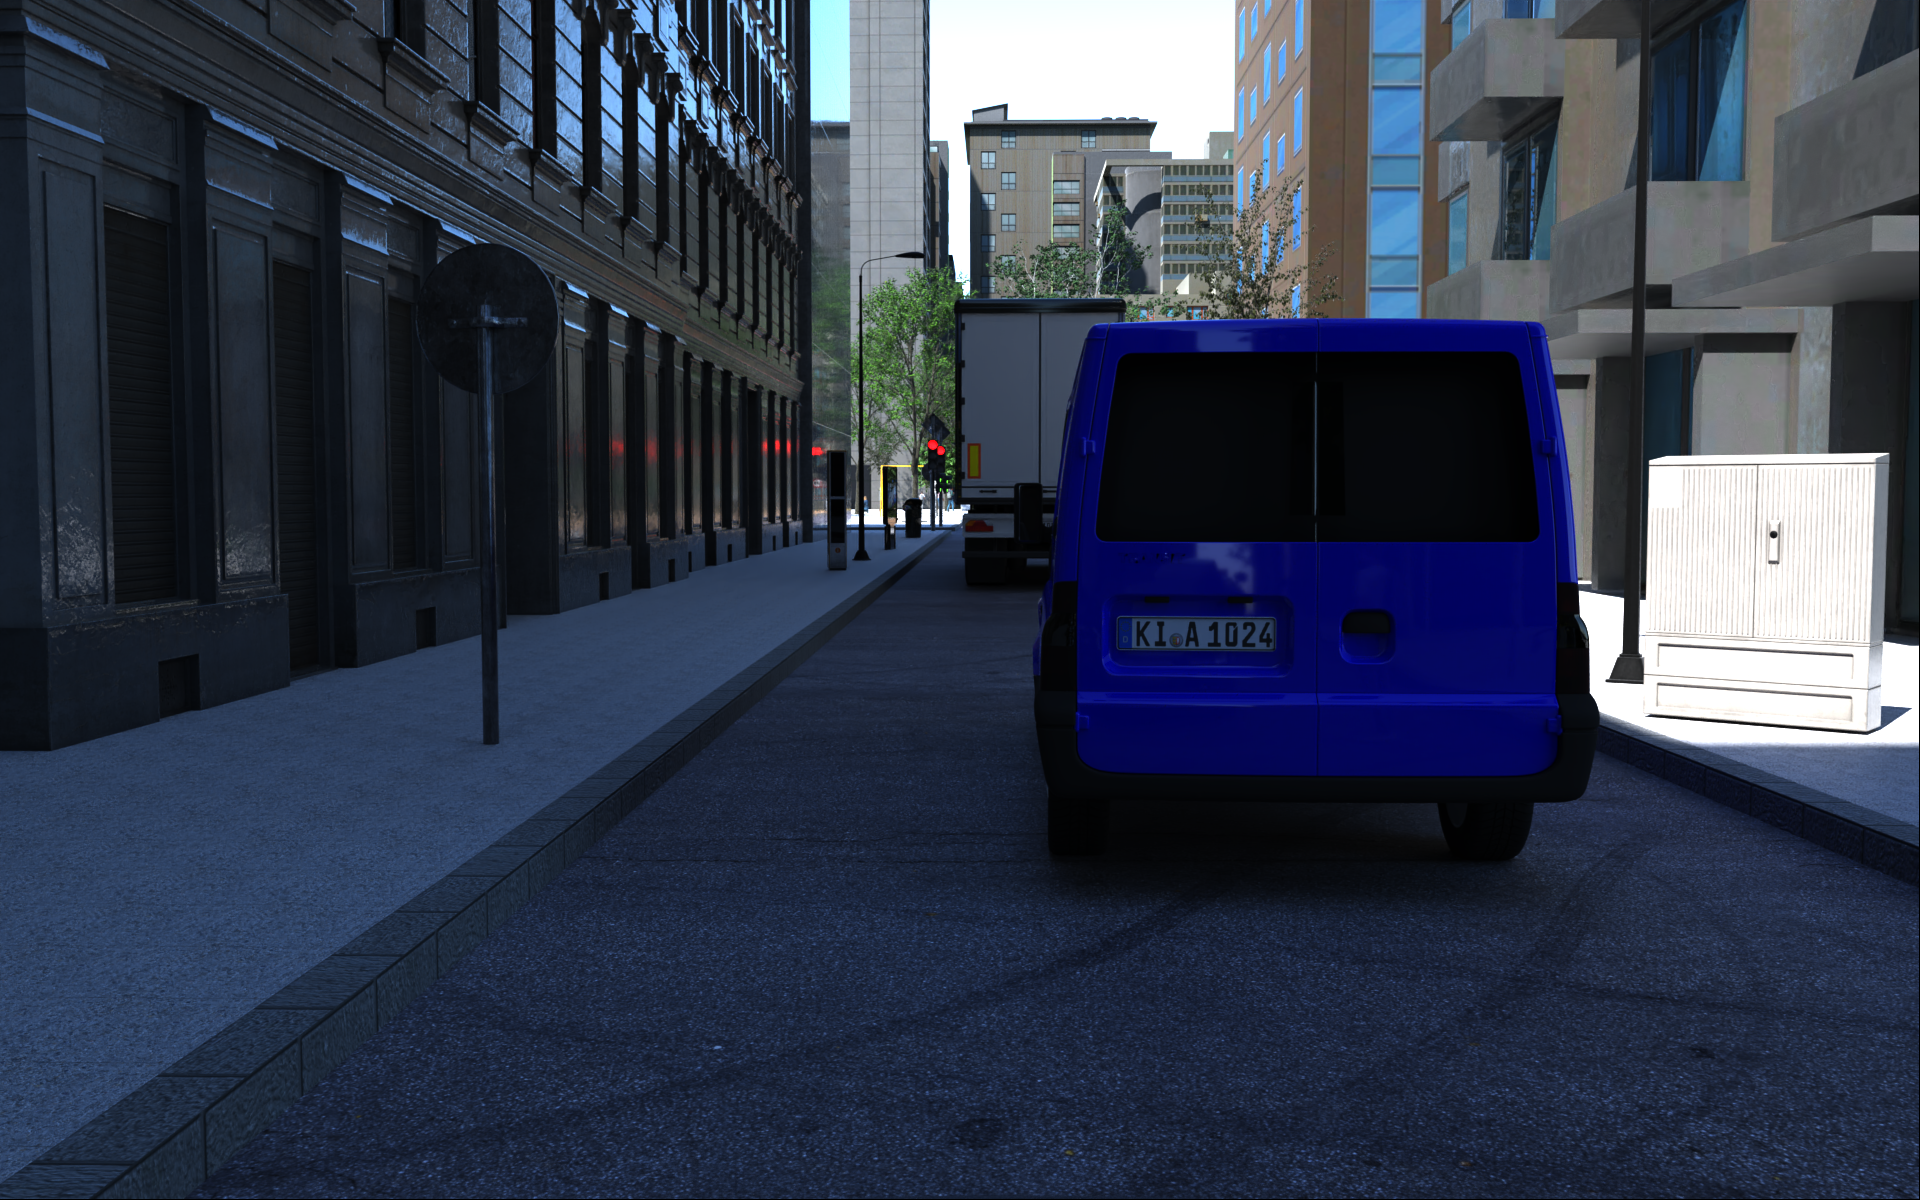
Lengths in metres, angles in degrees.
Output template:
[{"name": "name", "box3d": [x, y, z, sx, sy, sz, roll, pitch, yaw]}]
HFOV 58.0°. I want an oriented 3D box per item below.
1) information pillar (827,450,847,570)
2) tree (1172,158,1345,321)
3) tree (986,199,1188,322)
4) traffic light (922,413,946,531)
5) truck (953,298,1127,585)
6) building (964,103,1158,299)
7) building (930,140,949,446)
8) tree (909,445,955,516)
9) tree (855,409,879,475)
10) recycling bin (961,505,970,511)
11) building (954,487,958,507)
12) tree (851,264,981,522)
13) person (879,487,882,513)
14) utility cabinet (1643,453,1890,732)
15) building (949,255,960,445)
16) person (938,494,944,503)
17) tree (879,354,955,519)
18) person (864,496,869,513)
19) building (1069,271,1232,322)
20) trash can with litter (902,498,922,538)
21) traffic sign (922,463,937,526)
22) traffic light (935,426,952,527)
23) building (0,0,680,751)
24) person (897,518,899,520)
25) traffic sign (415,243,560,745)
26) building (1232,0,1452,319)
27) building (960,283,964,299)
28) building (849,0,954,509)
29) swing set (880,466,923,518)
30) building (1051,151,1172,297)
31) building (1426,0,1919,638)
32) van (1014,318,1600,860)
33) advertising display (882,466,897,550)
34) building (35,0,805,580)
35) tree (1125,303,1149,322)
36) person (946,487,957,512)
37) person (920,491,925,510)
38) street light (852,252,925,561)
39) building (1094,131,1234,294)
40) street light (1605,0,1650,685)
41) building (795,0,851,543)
[{"name": "information pillar", "box3d": [-2.075, -1.510, 29.176, 0.304, 2.012, 0.304, -1, 4, -10]}, {"name": "tree", "box3d": [6.557, -5.430, 39.150, 4.360, 8.622, 3.978, 0, 3, 0]}, {"name": "tree", "box3d": [8.033, -15.685, 112.340, 12.611, 20.169, 13.585, 0, 3, 0]}, {"name": "traffic light", "box3d": [-0.912, -4.352, 60.082, 0.839, 4.253, 0.868, 0, 4, 1]}, {"name": "truck", "box3d": [1.391, -2.540, 30.446, 2.839, 4.237, 11.283, 0, 4, 3]}, {"name": "building", "box3d": [14.531, -39.924, 241.996, 27.495, 52.752, 28.713, 0, 4, 1]}, {"name": "building", "box3d": [-8.427, -31.262, 194.731, 14.154, 41.232, 14.086, 0, 4, 1]}, {"name": "tree", "box3d": [-1.347, -7.157, 100.733, 4.285, 4.588, 4.351, 0, 3, 0]}, {"name": "tree", "box3d": [-6.231, -11.612, 140.222, 4.360, 8.622, 3.978, 0, 3, 0]}, {"name": "recycling bin", "box3d": [0.444, -7.376, 133.145, 0.722, 1.027, 0.722, 0, 4, -5]}, {"name": "building", "box3d": [-16.478, -29.605, 175.930, 32.217, 40.220, 23.993, 0, 4, 1]}, {"name": "tree", "box3d": [-1.980, -9.335, 78.381, 9.928, 11.665, 9.643, 0, 3, 0]}, {"name": "person", "box3d": [-5.355, -6.939, 119.678, 0.526, 1.800, 0.537, -1, 4, -14]}, {"name": "utility cabinet", "box3d": [4.456, -0.058, 9.629, 1.173, 1.500, 0.318, 3, 5, 41]}, {"name": "building", "box3d": [-7.463, -26.796, 209.815, 14.107, 30.474, 14.160, 0, 4, 1]}, {"name": "person", "box3d": [-1.615, -8.226, 141.120, 0.593, 1.750, 0.643, 1, 4, 20]}, {"name": "tree", "box3d": [-1.106, -8.517, 89.621, 4.360, 8.622, 3.978, 0, 3, 0]}, {"name": "person", "box3d": [-6.500, -6.393, 116.059, 0.738, 1.151, 1.012, 2, 4, 26]}, {"name": "building", "box3d": [23.654, -19.528, 164.327, 27.650, 21.520, 28.899, 0, 4, 1]}, {"name": "trash can with litter", "box3d": [-1.457, -2.422, 50.983, 0.624, 1.170, 1.055, -1, 4, -11]}, {"name": "traffic sign", "box3d": [-1.155, -4.221, 69.114, 0.768, 2.556, 0.104, 1, 4, 8]}, {"name": "traffic light", "box3d": [-0.737, -4.841, 68.065, 0.839, 4.253, 0.868, 0, 4, 1]}, {"name": "building", "box3d": [-9.020, -10.266, 17.005, 9.793, 20.994, 18.267, 0, 4, 1]}, {"name": "person", "box3d": [-3.040, -4.296, 76.379, 0.850, 1.850, 0.679, -3, 5, -40]}, {"name": "traffic sign", "box3d": [-2.410, -0.533, 8.822, 0.768, 2.556, 0.104, 0, 4, 8]}, {"name": "building", "box3d": [15.831, -24.438, 49.675, 14.600, 45.320, 14.200, 0, 4, 1]}, {"name": "building", "box3d": [-6.421, -28.399, 236.030, 14.107, 30.474, 14.160, 0, 4, 1]}, {"name": "building", "box3d": [-10.812, -43.691, 152.595, 20.563, 71.187, 20.611, 0, 4, 1]}, {"name": "swing set", "box3d": [-2.786, -5.976, 95.335, 3.119, 2.851, 2.862, 0, 4, -5]}, {"name": "building", "box3d": [18.009, -32.164, 209.478, 14.154, 41.232, 14.086, 0, 4, 1]}, {"name": "building", "box3d": [18.631, -24.441, 19.222, 23.786, 49.044, 30.456, 0, 4, 1]}, {"name": "van", "box3d": [1.353, -0.250, 8.475, 2.240, 2.365, 5.245, 0, 4, 3]}, {"name": "advertising display", "box3d": [-1.617, -2.132, 40.069, 0.123, 1.923, 0.974, 1, 4, 11]}, {"name": "building", "box3d": [-8.936, -11.382, 35.241, 9.793, 20.994, 18.267, 0, 4, 1]}, {"name": "tree", "box3d": [7.546, -10.302, 94.185, 9.928, 11.665, 9.643, 0, 3, 0]}, {"name": "person", "box3d": [-0.611, -6.981, 120.170, 0.713, 1.824, 0.794, 0, 4, -5]}, {"name": "person", "box3d": [-3.044, -7.812, 136.371, 0.523, 1.515, 0.503, 2, 4, 31]}, {"name": "street light", "box3d": [-1.365, -3.720, 33.362, 1.470, 5.913, 1.316, 0, 4, 1]}, {"name": "building", "box3d": [27.615, -30.473, 190.122, 32.217, 40.220, 23.993, 0, 4, 1]}, {"name": "street light", "box3d": [4.036, -2.393, 11.667, 1.470, 5.913, 1.316, 0, 4, 1]}, {"name": "building", "box3d": [-13.684, -14.258, 51.138, 19.932, 24.808, 12.078, 0, 4, 1]}]
